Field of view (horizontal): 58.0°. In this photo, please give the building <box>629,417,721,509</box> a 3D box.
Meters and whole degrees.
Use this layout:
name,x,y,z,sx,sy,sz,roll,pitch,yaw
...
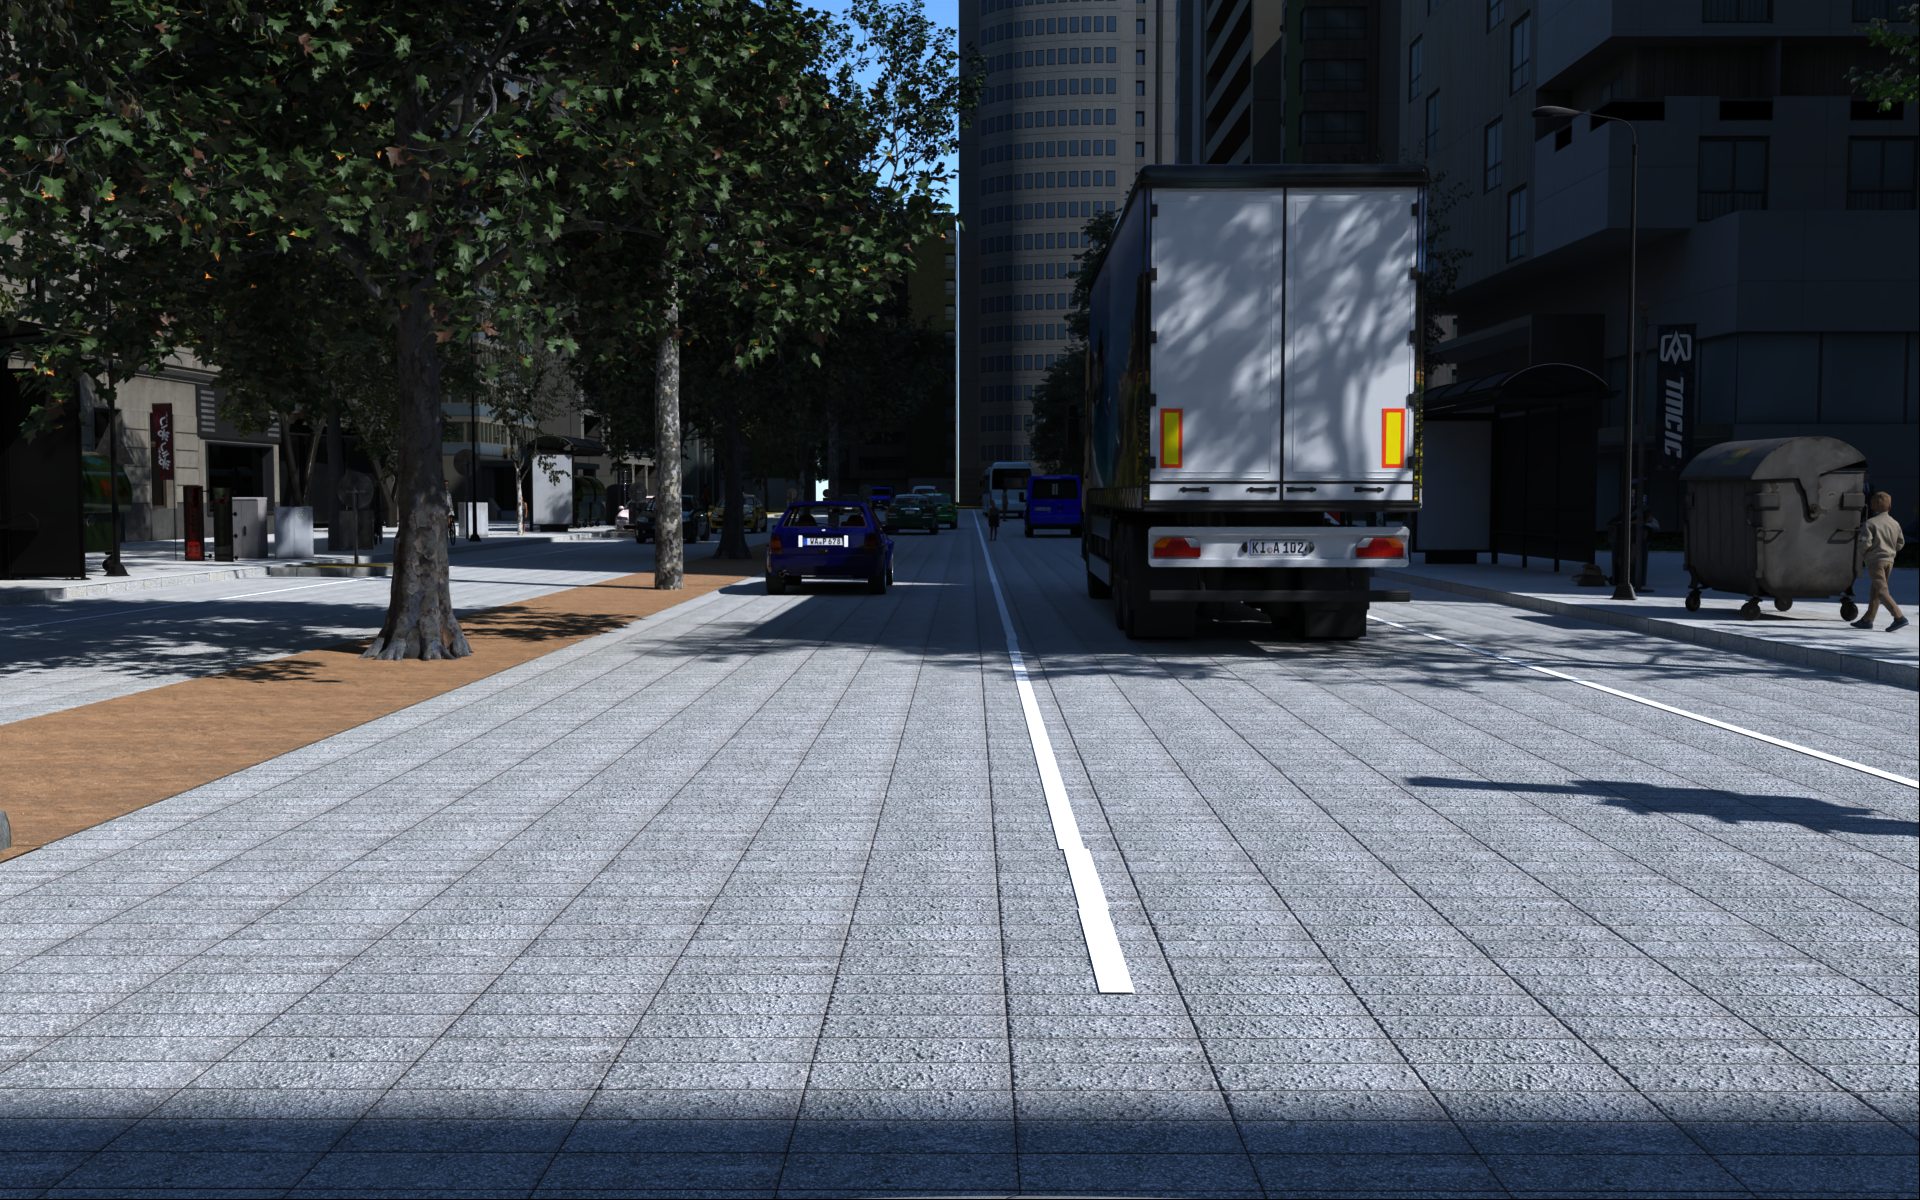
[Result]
name,x,y,z,sx,sy,sz,roll,pitch,yaw
building,-36.400,-50.433,137.251,31.000,86.520,22.319,0,4,0

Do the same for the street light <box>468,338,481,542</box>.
name,x,y,z,sx,sy,sz,roll,pitch,yaw
street light,-12.591,-4.536,46.703,1.470,5.913,1.316,0,4,0

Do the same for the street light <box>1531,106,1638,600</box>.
name,x,y,z,sx,sy,sz,roll,pitch,yaw
street light,7.544,-2.959,20.916,1.470,5.913,1.316,0,4,0

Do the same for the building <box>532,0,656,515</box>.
name,x,y,z,sx,sy,sz,roll,pitch,yaw
building,-31.331,-41.415,115.386,20.563,71.187,20.611,0,4,0

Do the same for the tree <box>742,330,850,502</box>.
name,x,y,z,sx,sy,sz,roll,pitch,yaw
tree,-4.196,-5.671,45.548,4.360,8.622,3.978,0,3,0

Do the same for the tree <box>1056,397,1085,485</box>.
name,x,y,z,sx,sy,sz,roll,pitch,yaw
tree,8.966,-10.950,129.394,4.360,8.622,3.978,0,3,0

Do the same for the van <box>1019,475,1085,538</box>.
name,x,y,z,sx,sy,sz,roll,pitch,yaw
van,3.140,-3.324,58.725,2.240,2.365,5.245,0,4,1

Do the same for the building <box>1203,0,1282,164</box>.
name,x,y,z,sx,sy,sz,roll,pitch,yaw
building,27.506,-29.726,109.726,21.300,48.544,21.600,0,4,0

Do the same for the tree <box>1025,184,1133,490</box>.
name,x,y,z,sx,sy,sz,roll,pitch,yaw
tree,8.442,-10.003,70.211,9.857,13.997,8.962,0,3,0

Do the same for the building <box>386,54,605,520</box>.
name,x,y,z,sx,sy,sz,roll,pitch,yaw
building,-36.904,-24.554,93.338,32.217,40.220,23.993,0,4,0

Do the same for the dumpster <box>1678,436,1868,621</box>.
name,x,y,z,sx,sy,sz,roll,pitch,yaw
dumpster,8.513,-0.759,18.168,1.264,1.857,1.865,0,3,0

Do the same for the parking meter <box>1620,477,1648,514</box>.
name,x,y,z,sx,sy,sz,roll,pitch,yaw
parking meter,9.959,-1.052,25.610,0.372,1.533,0.369,0,3,0

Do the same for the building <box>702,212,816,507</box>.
name,x,y,z,sx,sy,sz,roll,pitch,yaw
building,-22.449,-30.314,179.229,14.086,41.232,14.154,0,4,0

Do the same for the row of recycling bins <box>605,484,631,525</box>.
name,x,y,z,sx,sy,sz,roll,pitch,yaw
row of recycling bins,-14.228,-4.020,72.837,1.069,1.692,3.534,0,4,1

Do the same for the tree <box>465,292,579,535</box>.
name,x,y,z,sx,sy,sz,roll,pitch,yaw
tree,-13.608,-6.294,53.264,4.360,8.622,3.978,0,3,0

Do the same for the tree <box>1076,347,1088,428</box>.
name,x,y,z,sx,sy,sz,roll,pitch,yaw
tree,9.782,-10.741,93.743,7.486,12.596,7.792,0,3,0

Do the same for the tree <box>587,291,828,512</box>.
name,x,y,z,sx,sy,sz,roll,pitch,yaw
tree,-14.201,-10.809,87.095,12.009,13.543,11.850,0,3,0

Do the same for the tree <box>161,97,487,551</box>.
name,x,y,z,sx,sy,sz,roll,pitch,yaw
tree,-14.483,-7.374,38.685,7.486,12.596,7.792,0,3,0

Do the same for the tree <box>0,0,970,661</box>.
name,x,y,z,sx,sy,sz,roll,pitch,yaw
tree,-4.741,-5.844,15.020,9.611,12.733,9.660,0,3,0

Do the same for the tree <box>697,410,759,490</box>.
name,x,y,z,sx,sy,sz,roll,pitch,yaw
tree,-13.172,-9.117,99.423,4.737,8.622,4.395,0,3,0

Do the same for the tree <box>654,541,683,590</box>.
name,x,y,z,sx,sy,sz,roll,pitch,yaw
tree,-5.569,-10.265,26.184,12.611,20.169,13.585,0,3,0

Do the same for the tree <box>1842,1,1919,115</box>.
name,x,y,z,sx,sy,sz,roll,pitch,yaw
tree,8.916,-5.265,11.835,9.928,11.665,9.643,0,3,0

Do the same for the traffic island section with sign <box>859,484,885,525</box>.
name,x,y,z,sx,sy,sz,roll,pitch,yaw
traffic island section with sign,-4.463,-4.461,81.075,2.006,1.907,1.989,0,4,0

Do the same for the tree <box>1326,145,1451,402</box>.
name,x,y,z,sx,sy,sz,roll,pitch,yaw
tree,9.586,-6.849,46.396,7.601,10.594,8.767,1,4,21

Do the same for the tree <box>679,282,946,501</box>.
name,x,y,z,sx,sy,sz,roll,pitch,yaw
tree,-4.567,-7.066,52.399,8.767,10.594,7.601,0,4,0

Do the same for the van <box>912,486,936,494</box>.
name,x,y,z,sx,sy,sz,roll,pitch,yaw
van,-1.761,-5.065,89.829,2.013,2.044,4.112,0,4,0

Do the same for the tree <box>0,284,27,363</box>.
name,x,y,z,sx,sy,sz,roll,pitch,yaw
tree,-18.519,-4.921,30.828,4.737,8.622,4.395,0,3,0

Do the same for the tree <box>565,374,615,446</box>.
name,x,y,z,sx,sy,sz,roll,pitch,yaw
tree,-12.905,-8.590,74.867,8.767,10.594,7.601,-3,4,-37

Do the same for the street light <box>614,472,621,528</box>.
name,x,y,z,sx,sy,sz,roll,pitch,yaw
street light,-12.531,-5.732,66.265,1.470,5.913,1.316,0,4,0

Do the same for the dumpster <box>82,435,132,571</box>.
name,x,y,z,sx,sy,sz,roll,pitch,yaw
dumpster,-14.493,-1.549,27.826,1.502,2.255,1.985,0,3,0

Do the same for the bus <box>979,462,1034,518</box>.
name,x,y,z,sx,sy,sz,roll,pitch,yaw
bus,2.834,-6.802,106.075,2.948,3.499,13.247,0,4,-1

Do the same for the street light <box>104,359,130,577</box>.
name,x,y,z,sx,sy,sz,roll,pitch,yaw
street light,-12.645,-3.325,26.902,1.470,5.913,1.316,0,4,0

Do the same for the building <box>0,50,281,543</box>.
name,x,y,z,sx,sy,sz,roll,pitch,yaw
building,-29.983,-15.885,36.133,17.030,29.872,44.131,0,4,0

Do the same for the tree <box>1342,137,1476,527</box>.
name,x,y,z,sx,sy,sz,roll,pitch,yaw
tree,8.547,-5.230,35.875,4.360,8.622,3.978,0,3,0

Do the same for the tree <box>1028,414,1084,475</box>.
name,x,y,z,sx,sy,sz,roll,pitch,yaw
tree,9.798,-13.562,156.149,8.767,10.594,7.601,1,4,23

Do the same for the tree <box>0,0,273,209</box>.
name,x,y,z,sx,sy,sz,roll,pitch,yaw
tree,-4.798,-3.339,7.407,4.360,8.622,3.978,0,3,0

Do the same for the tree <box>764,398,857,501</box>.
name,x,y,z,sx,sy,sz,roll,pitch,yaw
tree,-13.327,-15.118,153.828,9.857,13.997,8.962,0,3,0

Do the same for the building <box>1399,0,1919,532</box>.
name,x,y,z,sx,sy,sz,roll,pitch,yaw
building,31.377,-28.643,57.550,28.713,52.752,27.495,0,4,0

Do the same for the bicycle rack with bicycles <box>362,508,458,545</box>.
name,x,y,z,sx,sy,sz,roll,pitch,yaw
bicycle rack with bicycles,-14.032,-1.863,43.837,2.852,0.926,2.925,-1,4,-20

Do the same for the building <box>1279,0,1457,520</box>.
name,x,y,z,sx,sy,sz,roll,pitch,yaw
building,23.965,-19.619,92.475,14.160,30.474,14.107,0,4,0

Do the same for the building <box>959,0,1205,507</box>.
name,x,y,z,sx,sy,sz,roll,pitch,yaw
building,13.930,-39.150,182.108,28.212,58.520,21.231,0,4,0

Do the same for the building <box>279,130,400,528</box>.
name,x,y,z,sx,sy,sz,roll,pitch,yaw
building,-29.720,-12.198,66.886,16.820,18.784,16.811,0,4,0

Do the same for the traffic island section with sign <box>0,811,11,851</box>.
name,x,y,z,sx,sy,sz,roll,pitch,yaw
traffic island section with sign,-4.826,0.135,5.937,2.006,1.907,1.989,0,4,0

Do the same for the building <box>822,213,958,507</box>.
name,x,y,z,sx,sy,sz,roll,pitch,yaw
building,-7.246,-24.959,179.782,14.107,30.474,14.160,0,4,0

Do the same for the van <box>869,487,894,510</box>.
name,x,y,z,sx,sy,sz,roll,pitch,yaw
van,-6.608,-8.629,145.466,2.240,2.365,5.245,0,4,0
